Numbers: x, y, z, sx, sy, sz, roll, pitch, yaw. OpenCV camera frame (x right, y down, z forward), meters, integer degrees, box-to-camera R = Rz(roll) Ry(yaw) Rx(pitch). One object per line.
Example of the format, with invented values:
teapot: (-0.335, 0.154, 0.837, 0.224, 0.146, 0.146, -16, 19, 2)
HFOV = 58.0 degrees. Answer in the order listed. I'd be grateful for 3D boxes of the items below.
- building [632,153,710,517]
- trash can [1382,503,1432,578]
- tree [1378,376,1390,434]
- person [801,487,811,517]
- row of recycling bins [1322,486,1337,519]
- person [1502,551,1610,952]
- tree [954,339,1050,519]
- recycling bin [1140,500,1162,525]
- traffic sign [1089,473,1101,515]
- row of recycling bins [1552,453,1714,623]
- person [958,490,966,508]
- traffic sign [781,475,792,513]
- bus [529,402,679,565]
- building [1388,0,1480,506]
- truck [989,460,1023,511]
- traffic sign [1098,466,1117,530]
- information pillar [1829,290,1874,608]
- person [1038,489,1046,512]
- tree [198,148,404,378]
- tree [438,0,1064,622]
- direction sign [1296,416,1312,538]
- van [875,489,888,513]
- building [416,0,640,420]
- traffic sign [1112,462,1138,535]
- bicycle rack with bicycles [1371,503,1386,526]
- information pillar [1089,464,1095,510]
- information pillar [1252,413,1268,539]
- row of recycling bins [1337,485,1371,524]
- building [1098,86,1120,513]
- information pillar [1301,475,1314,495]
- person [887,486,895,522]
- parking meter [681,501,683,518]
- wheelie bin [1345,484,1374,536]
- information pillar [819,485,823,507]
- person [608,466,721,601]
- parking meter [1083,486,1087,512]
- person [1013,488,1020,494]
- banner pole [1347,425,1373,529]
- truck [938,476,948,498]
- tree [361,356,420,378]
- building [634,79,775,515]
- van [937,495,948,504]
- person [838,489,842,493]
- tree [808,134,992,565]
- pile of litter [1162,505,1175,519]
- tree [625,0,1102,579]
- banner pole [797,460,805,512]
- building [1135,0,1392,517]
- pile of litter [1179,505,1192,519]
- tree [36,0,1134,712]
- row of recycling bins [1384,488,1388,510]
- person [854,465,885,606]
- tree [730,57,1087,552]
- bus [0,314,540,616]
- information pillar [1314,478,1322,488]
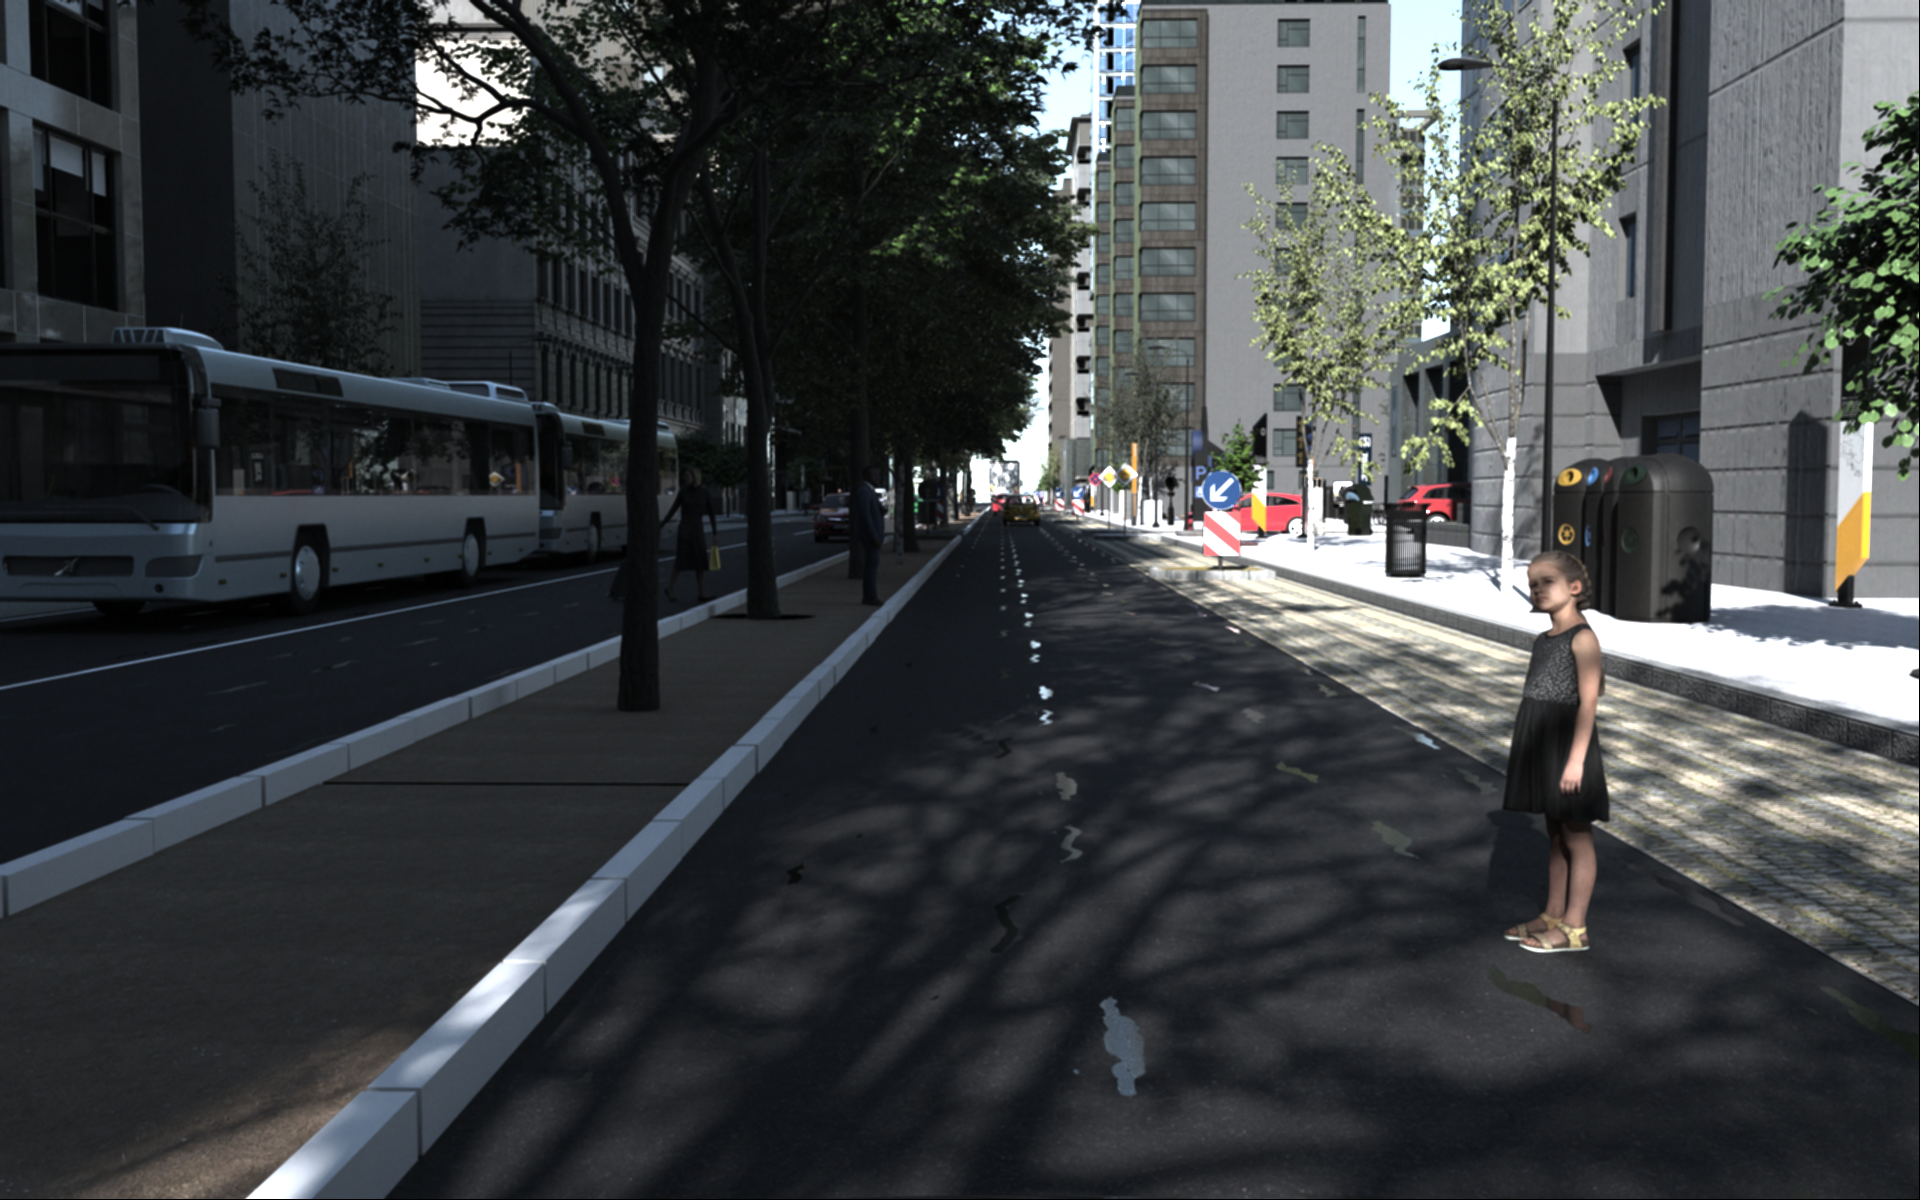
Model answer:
building: (-20.469, -15.702, 92.883, 11.583, 22.565, 21.152, 0, 4, 1)
trash can: (6.874, -0.920, 26.692, 0.748, 1.137, 0.748, 0, 3, 0)
tree: (24.554, -8.739, 93.239, 4.360, 8.622, 3.978, 0, 3, 0)
person: (-9.512, -6.054, 107.324, 0.795, 1.843, 0.661, 3, 5, 42)
row of recycling bins: (19.784, -5.216, 92.388, 1.069, 1.692, 3.534, 0, 4, -1)
person: (1.874, 0.471, 5.464, 0.373, 1.253, 0.362, 0, 4, -7)
tree: (0.461, -12.045, 109.770, 12.009, 13.543, 11.850, 0, 3, 0)
recycling bin: (7.877, -3.600, 71.414, 0.722, 1.027, 0.722, -1, 4, -17)
traffic sign: (8.102, -6.331, 103.623, 0.768, 2.556, 0.104, 0, 4, 5)
row of recycling bins: (7.294, -0.719, 18.861, 1.069, 1.692, 3.534, 0, 4, 6)
person: (0.119, -10.442, 179.328, 1.348, 1.812, 0.705, -1, 4, -20)
traffic sign: (-11.806, -7.188, 117.629, 0.768, 2.556, 0.104, 0, 4, 8)
bus: (-8.588, -2.623, 37.743, 2.948, 3.499, 13.247, 0, 4, 1)
building: (35.024, -46.502, 72.979, 31.000, 86.520, 22.319, 0, 4, 1)
truck: (3.897, -9.795, 149.054, 2.839, 4.237, 11.283, 0, 4, 3)
traffic sign: (5.363, -3.586, 62.279, 0.795, 2.450, 0.064, 0, 4, 1)
information pillar: (10.067, -1.720, 19.484, 0.183, 3.616, 0.504, 0, 4, -6)
person: (6.723, -8.154, 141.686, 0.709, 1.838, 0.599, 2, 4, 31)
tree: (-13.782, -5.297, 36.971, 4.360, 8.622, 3.978, 0, 3, 0)
tree: (-2.364, -5.590, 19.613, 9.928, 11.665, 9.643, 0, 3, 0)
direction sign: (10.041, -3.583, 50.573, 0.379, 3.537, 0.876, 3, 5, 41)
van: (-6.417, -7.587, 131.057, 2.013, 2.044, 4.112, 0, 4, 3)
building: (-20.204, -13.700, 73.145, 9.793, 20.994, 18.267, 0, 4, 1)
traffic sign: (5.170, -3.098, 54.296, 0.795, 2.450, 0.064, 0, 4, 1)
bicycle rack with bicycles: (17.385, -3.471, 70.129, 2.925, 0.926, 2.852, -1, 4, -10)
information pillar: (10.370, -8.863, 136.269, 0.504, 3.616, 0.183, -2, 4, -29)
information pillar: (8.612, -3.572, 49.761, 0.504, 3.616, 0.183, -2, 4, -34)
row of recycling bins: (17.004, -4.114, 74.382, 1.069, 1.692, 3.534, 0, 4, 8)
building: (17.809, -21.665, 125.921, 14.160, 30.474, 14.107, 0, 4, 1)
information pillar: (13.639, -3.898, 68.230, 0.304, 2.012, 0.304, -1, 4, -15)
person: (-3.426, -4.867, 87.880, 0.655, 1.846, 0.447, 2, 4, 26)
parking meter: (-13.320, -4.611, 83.806, 0.372, 1.533, 0.369, 0, 3, 0)
wheelie bin: (12.314, -2.789, 53.516, 0.980, 1.594, 0.693, -3, 5, -42)
information pillar: (-10.951, -8.085, 136.681, 0.304, 2.012, 0.304, 0, 4, 1)
person: (-3.926, -0.892, 23.303, 1.509, 1.804, 0.699, 2, 4, 26)
parking meter: (9.106, -7.317, 125.343, 0.399, 1.863, 0.255, -2, 4, -25)
person: (3.943, -6.812, 119.843, 0.580, 1.828, 0.573, 2, 4, 25)
banner pole: (14.556, -4.464, 63.001, 0.863, 3.779, 0.401, 1, 4, 20)
truck: (-2.773, -17.616, 276.939, 2.839, 4.237, 11.283, 0, 3, 0)
tree: (-13.819, -3.531, 41.444, 4.285, 4.588, 4.351, 0, 3, 0)
building: (-19.632, -19.483, 115.809, 12.463, 27.353, 25.104, 0, 4, 1)
van: (-2.719, -15.376, 258.412, 2.013, 2.044, 4.112, 0, 4, 2)
person: (-7.425, -5.914, 105.557, 0.716, 1.782, 0.532, -1, 4, -22)
tree: (-1.246, -5.013, 34.787, 4.737, 8.622, 4.395, 0, 3, 0)
pile of litter: (10.474, -4.598, 89.142, 1.176, 0.858, 1.719, 1, 4, 9)
tree: (-1.583, -6.592, 28.358, 7.486, 12.596, 7.792, 0, 3, 0)
banner pole: (-11.651, -8.396, 127.295, 0.401, 3.779, 0.863, 3, 4, 37)
building: (17.303, -20.316, 103.861, 14.160, 30.474, 14.107, 0, 4, 1)
pile of litter: (12.073, -4.680, 90.483, 1.176, 0.858, 1.719, 0, 4, -7)
tree: (-2.156, -4.521, 10.789, 8.767, 10.594, 7.601, 0, 4, 1)
row of recycling bins: (30.179, -7.051, 122.392, 1.069, 1.692, 3.534, 1, 4, 10)
person: (-1.152, -0.832, 22.292, 0.419, 1.800, 0.721, 0, 4, -5)
tree: (-1.322, -8.137, 42.145, 9.857, 13.997, 8.962, 0, 3, 0)
bus: (-8.783, -1.733, 23.197, 2.948, 3.499, 13.247, 0, 4, 2)
information pillar: (16.474, -4.615, 79.942, 0.304, 2.012, 0.304, -2, 4, -32)
